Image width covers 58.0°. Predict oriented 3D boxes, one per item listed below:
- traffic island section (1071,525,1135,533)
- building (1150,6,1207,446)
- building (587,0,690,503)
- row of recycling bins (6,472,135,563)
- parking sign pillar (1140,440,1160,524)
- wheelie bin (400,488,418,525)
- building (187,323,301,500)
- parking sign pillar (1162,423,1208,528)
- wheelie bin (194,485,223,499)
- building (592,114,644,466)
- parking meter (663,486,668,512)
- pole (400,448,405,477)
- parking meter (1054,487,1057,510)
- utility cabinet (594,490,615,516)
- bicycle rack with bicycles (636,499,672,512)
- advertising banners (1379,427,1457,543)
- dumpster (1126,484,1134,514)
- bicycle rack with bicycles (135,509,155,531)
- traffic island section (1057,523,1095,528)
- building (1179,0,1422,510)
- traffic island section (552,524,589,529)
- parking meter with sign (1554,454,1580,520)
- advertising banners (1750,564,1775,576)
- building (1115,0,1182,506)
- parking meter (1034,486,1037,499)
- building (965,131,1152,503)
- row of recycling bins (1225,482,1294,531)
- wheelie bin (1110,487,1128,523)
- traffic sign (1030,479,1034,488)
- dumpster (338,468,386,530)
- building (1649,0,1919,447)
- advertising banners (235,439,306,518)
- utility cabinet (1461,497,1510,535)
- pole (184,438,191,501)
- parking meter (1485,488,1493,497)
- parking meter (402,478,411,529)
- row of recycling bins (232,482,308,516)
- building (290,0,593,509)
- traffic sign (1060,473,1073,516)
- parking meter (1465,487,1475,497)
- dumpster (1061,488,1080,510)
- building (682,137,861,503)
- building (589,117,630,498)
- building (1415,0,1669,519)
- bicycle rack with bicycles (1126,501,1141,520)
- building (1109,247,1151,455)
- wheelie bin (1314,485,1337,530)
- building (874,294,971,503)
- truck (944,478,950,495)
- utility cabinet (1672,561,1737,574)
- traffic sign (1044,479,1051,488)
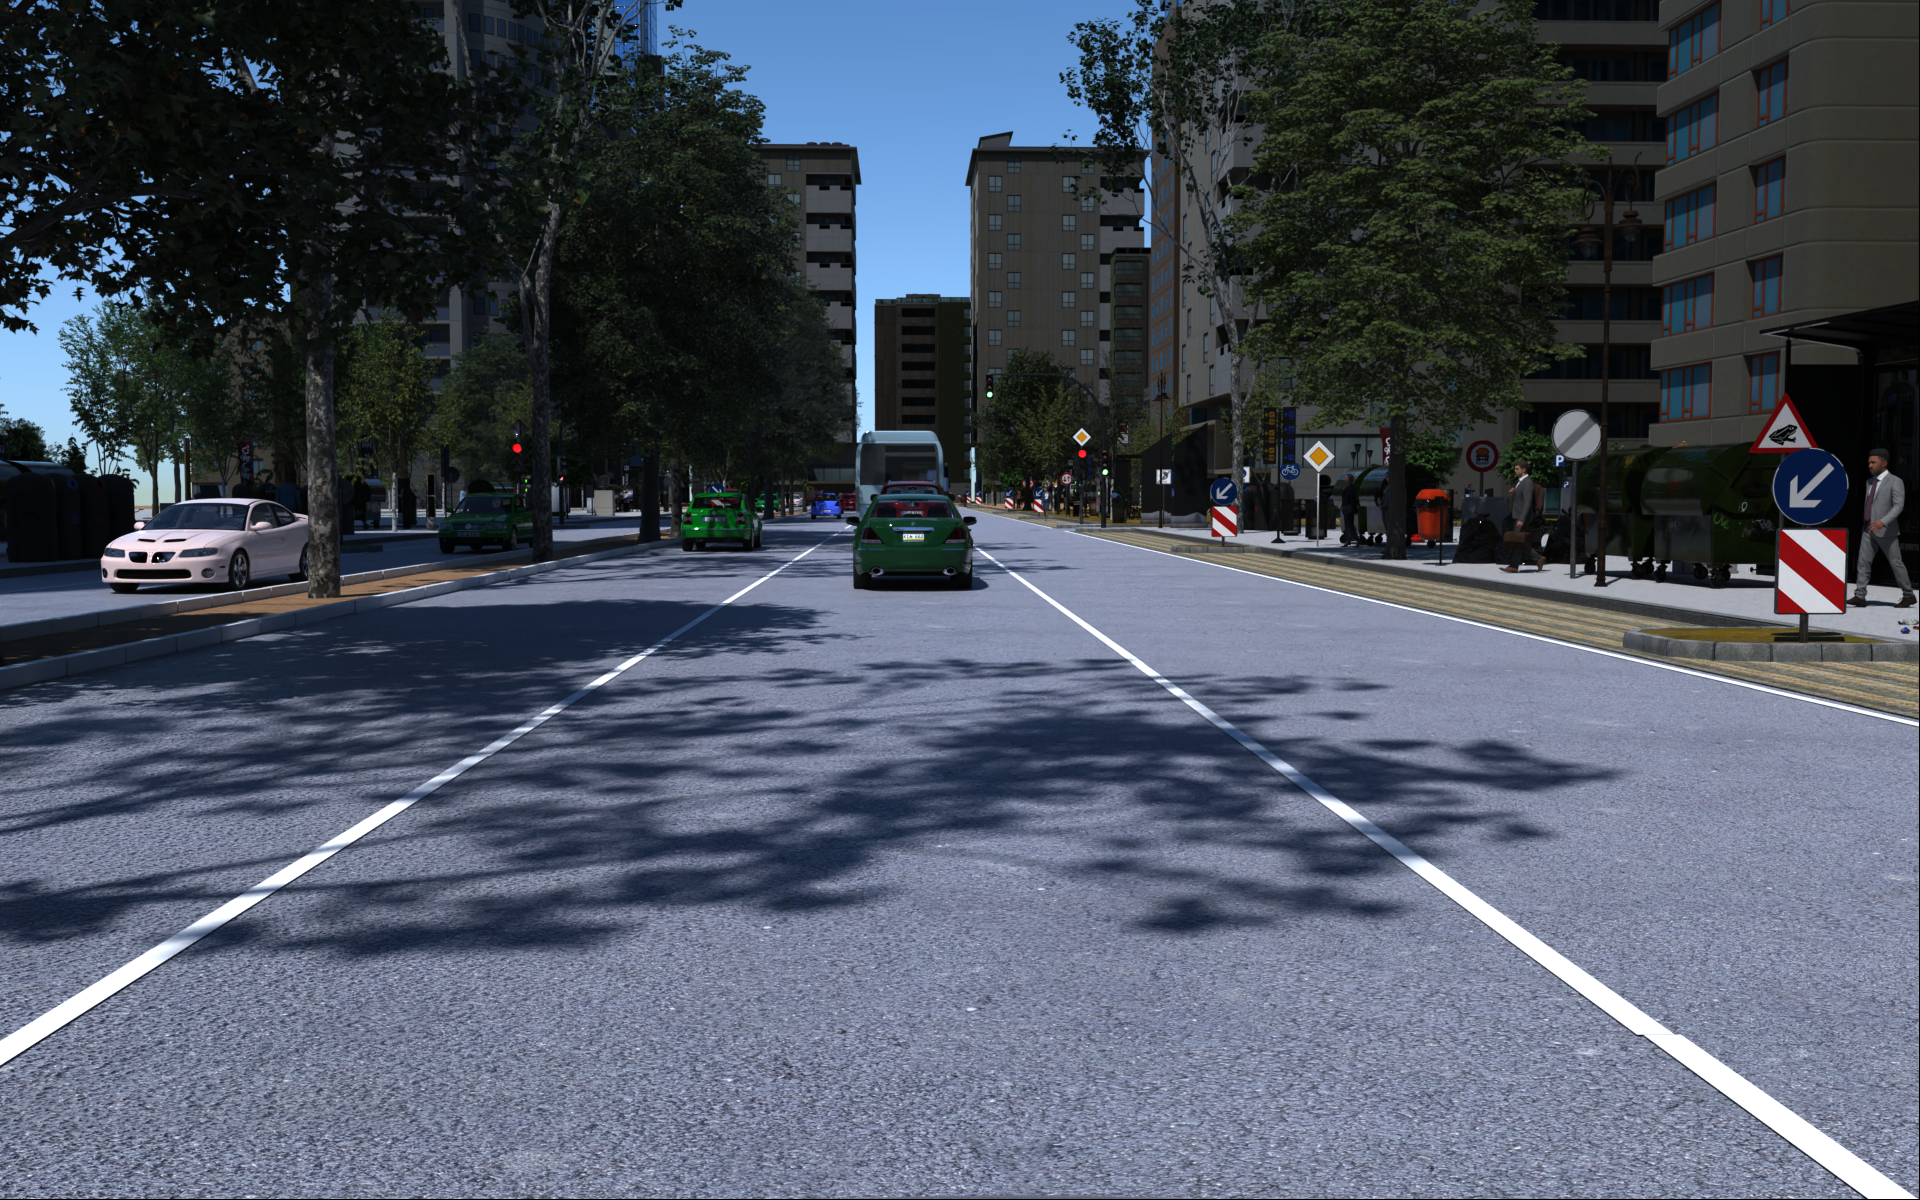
[{"bbox_3d":[5.448,-2.647,65.553,2.009,0.180,2.903,0,4,-2],"label":"traffic island section"},{"bbox_3d":[25.298,-31.066,158.043,14.600,45.320,14.200,0,4,-2],"label":"building"},{"bbox_3d":[-55.899,-57.498,252.770,31.000,86.520,22.319,0,4,-2],"label":"building"},{"bbox_3d":[-17.516,-1.652,34.122,1.069,1.692,3.534,0,4,4],"label":"row of recycling bins"},{"bbox_3d":[8.563,-5.310,75.288,1.447,3.967,1.447,1,4,13],"label":"parking sign pillar"},{"bbox_3d":[-22.904,-3.920,72.005,0.693,1.594,0.980,-1,4,-13],"label":"wheelie bin"},{"bbox_3d":[-66.629,-21.392,194.802,28.899,21.520,27.650,0,4,-2],"label":"building"},{"bbox_3d":[8.659,-4.706,65.423,1.447,3.967,1.447,-1,4,-12],"label":"parking sign pillar"},{"bbox_3d":[-26.656,-3.273,61.429,0.980,1.594,0.693,-3,5,-41],"label":"wheelie bin"},{"bbox_3d":[-44.939,-33.702,201.139,14.200,45.320,14.600,0,4,-2],"label":"building"},{"bbox_3d":[-21.403,-7.356,125.987,0.255,1.863,0.399,1,4,10],"label":"parking meter"},{"bbox_3d":[-24.726,-5.077,76.855,0.158,3.312,0.155,0,3,0],"label":"pole"},{"bbox_3d":[7.851,-8.350,142.240,0.399,1.863,0.255,-1,4,-19],"label":"parking meter"},{"bbox_3d":[-20.767,-5.660,101.214,1.173,1.500,0.318,1,4,15],"label":"utility cabinet"},{"bbox_3d":[-21.592,-6.683,122.656,2.852,0.926,2.925,-1,4,-20],"label":"bicycle rack with bicycles"},{"bbox_3d":[12.025,-3.017,45.510,2.074,3.025,0.090,0,4,0],"label":"advertising banners"},{"bbox_3d":[10.345,-6.652,111.251,1.502,2.255,1.985,0,4,-2],"label":"dumpster"},{"bbox_3d":[-19.223,-1.780,42.481,2.925,0.926,2.852,1,4,22],"label":"bicycle rack with bicycles"},{"bbox_3d":[5.176,-3.135,73.533,2.009,0.180,2.903,0,4,-2],"label":"traffic island section"},{"bbox_3d":[32.591,-33.381,135.023,28.713,52.752,27.495,0,4,-2],"label":"building"},{"bbox_3d":[-16.753,-3.090,72.795,2.009,0.180,2.903,0,4,-2],"label":"traffic island section"},{"bbox_3d":[27.054,-4.916,76.632,1.738,3.016,0.543,-2,4,-35],"label":"parking meter with sign"},{"bbox_3d":[13.191,-1.863,26.645,0.090,3.025,2.074,-2,4,-34],"label":"advertising banners"},{"bbox_3d":[29.073,-53.040,179.880,22.319,86.520,31.000,0,4,-2],"label":"building"},{"bbox_3d":[5.556,-7.370,126.208,0.255,1.863,0.399,2,4,28],"label":"parking meter"},{"bbox_3d":[15.039,-41.024,259.976,27.495,52.752,28.713,0,4,-2],"label":"building"},{"bbox_3d":[10.565,-3.318,61.363,1.069,1.692,3.534,-2,4,-28],"label":"row of recycling bins"},{"bbox_3d":[7.008,-4.192,76.453,0.693,1.594,0.980,1,4,15],"label":"wheelie bin"},{"bbox_3d":[5.876,-8.948,146.400,0.768,2.556,0.104,0,4,2],"label":"traffic sign"},{"bbox_3d":[-21.935,-3.707,63.096,1.502,2.255,1.985,0,4,-2],"label":"dumpster"},{"bbox_3d":[35.069,-11.789,37.785,27.650,21.520,28.899,0,4,-2],"label":"building"},{"bbox_3d":[-21.956,-3.610,55.206,2.074,3.025,0.090,-1,4,-13],"label":"advertising banners"},{"bbox_3d":[11.648,-1.665,38.389,1.020,1.237,0.306,1,4,21],"label":"utility cabinet"},{"bbox_3d":[-28.079,-4.228,62.973,0.158,3.312,0.155,0,3,0],"label":"pole"},{"bbox_3d":[23.464,-4.186,76.849,0.372,1.533,0.369,0,3,0],"label":"parking meter"},{"bbox_3d":[-20.380,-3.551,63.763,0.255,1.863,0.399,-2,4,-25],"label":"parking meter"},{"bbox_3d":[-24.215,-3.335,61.638,1.069,1.692,3.534,3,4,36],"label":"row of recycling bins"},{"bbox_3d":[-47.281,-37.800,160.036,21.231,58.520,28.212,0,4,-2],"label":"building"},{"bbox_3d":[6.303,-6.248,102.265,0.768,2.556,0.104,0,4,5],"label":"traffic sign"},{"bbox_3d":[18.978,-3.430,64.496,0.372,1.533,0.369,0,3,0],"label":"parking meter"},{"bbox_3d":[9.096,-8.489,141.293,1.502,2.255,1.985,0,4,-2],"label":"dumpster"},{"bbox_3d":[-26.520,-40.904,258.019,27.495,52.752,28.713,0,4,-2],"label":"building"},{"bbox_3d":[-43.070,-30.514,182.491,14.154,41.232,14.086,0,4,-2],"label":"building"},{"bbox_3d":[37.869,-29.031,98.363,21.600,48.544,21.300,0,4,-2],"label":"building"},{"bbox_3d":[9.135,-4.506,87.063,2.852,0.926,2.925,0,4,-3],"label":"bicycle rack with bicycles"},{"bbox_3d":[24.407,-26.441,204.007,14.160,30.474,14.107,0,4,-2],"label":"building"},{"bbox_3d":[13.339,-3.352,62.716,0.980,1.594,0.693,0,4,6],"label":"wheelie bin"},{"bbox_3d":[-5.526,-29.459,253.357,14.107,30.474,14.160,0,4,-2],"label":"building"},{"bbox_3d":[-2.395,-12.279,190.526,2.967,4.110,18.799,0,4,-1],"label":"truck"},{"bbox_3d":[12.000,-1.021,27.862,1.020,1.237,0.306,-1,4,-14],"label":"utility cabinet"},{"bbox_3d":[7.288,-8.919,145.936,0.768,2.556,0.104,0,4,5],"label":"traffic sign"}]
